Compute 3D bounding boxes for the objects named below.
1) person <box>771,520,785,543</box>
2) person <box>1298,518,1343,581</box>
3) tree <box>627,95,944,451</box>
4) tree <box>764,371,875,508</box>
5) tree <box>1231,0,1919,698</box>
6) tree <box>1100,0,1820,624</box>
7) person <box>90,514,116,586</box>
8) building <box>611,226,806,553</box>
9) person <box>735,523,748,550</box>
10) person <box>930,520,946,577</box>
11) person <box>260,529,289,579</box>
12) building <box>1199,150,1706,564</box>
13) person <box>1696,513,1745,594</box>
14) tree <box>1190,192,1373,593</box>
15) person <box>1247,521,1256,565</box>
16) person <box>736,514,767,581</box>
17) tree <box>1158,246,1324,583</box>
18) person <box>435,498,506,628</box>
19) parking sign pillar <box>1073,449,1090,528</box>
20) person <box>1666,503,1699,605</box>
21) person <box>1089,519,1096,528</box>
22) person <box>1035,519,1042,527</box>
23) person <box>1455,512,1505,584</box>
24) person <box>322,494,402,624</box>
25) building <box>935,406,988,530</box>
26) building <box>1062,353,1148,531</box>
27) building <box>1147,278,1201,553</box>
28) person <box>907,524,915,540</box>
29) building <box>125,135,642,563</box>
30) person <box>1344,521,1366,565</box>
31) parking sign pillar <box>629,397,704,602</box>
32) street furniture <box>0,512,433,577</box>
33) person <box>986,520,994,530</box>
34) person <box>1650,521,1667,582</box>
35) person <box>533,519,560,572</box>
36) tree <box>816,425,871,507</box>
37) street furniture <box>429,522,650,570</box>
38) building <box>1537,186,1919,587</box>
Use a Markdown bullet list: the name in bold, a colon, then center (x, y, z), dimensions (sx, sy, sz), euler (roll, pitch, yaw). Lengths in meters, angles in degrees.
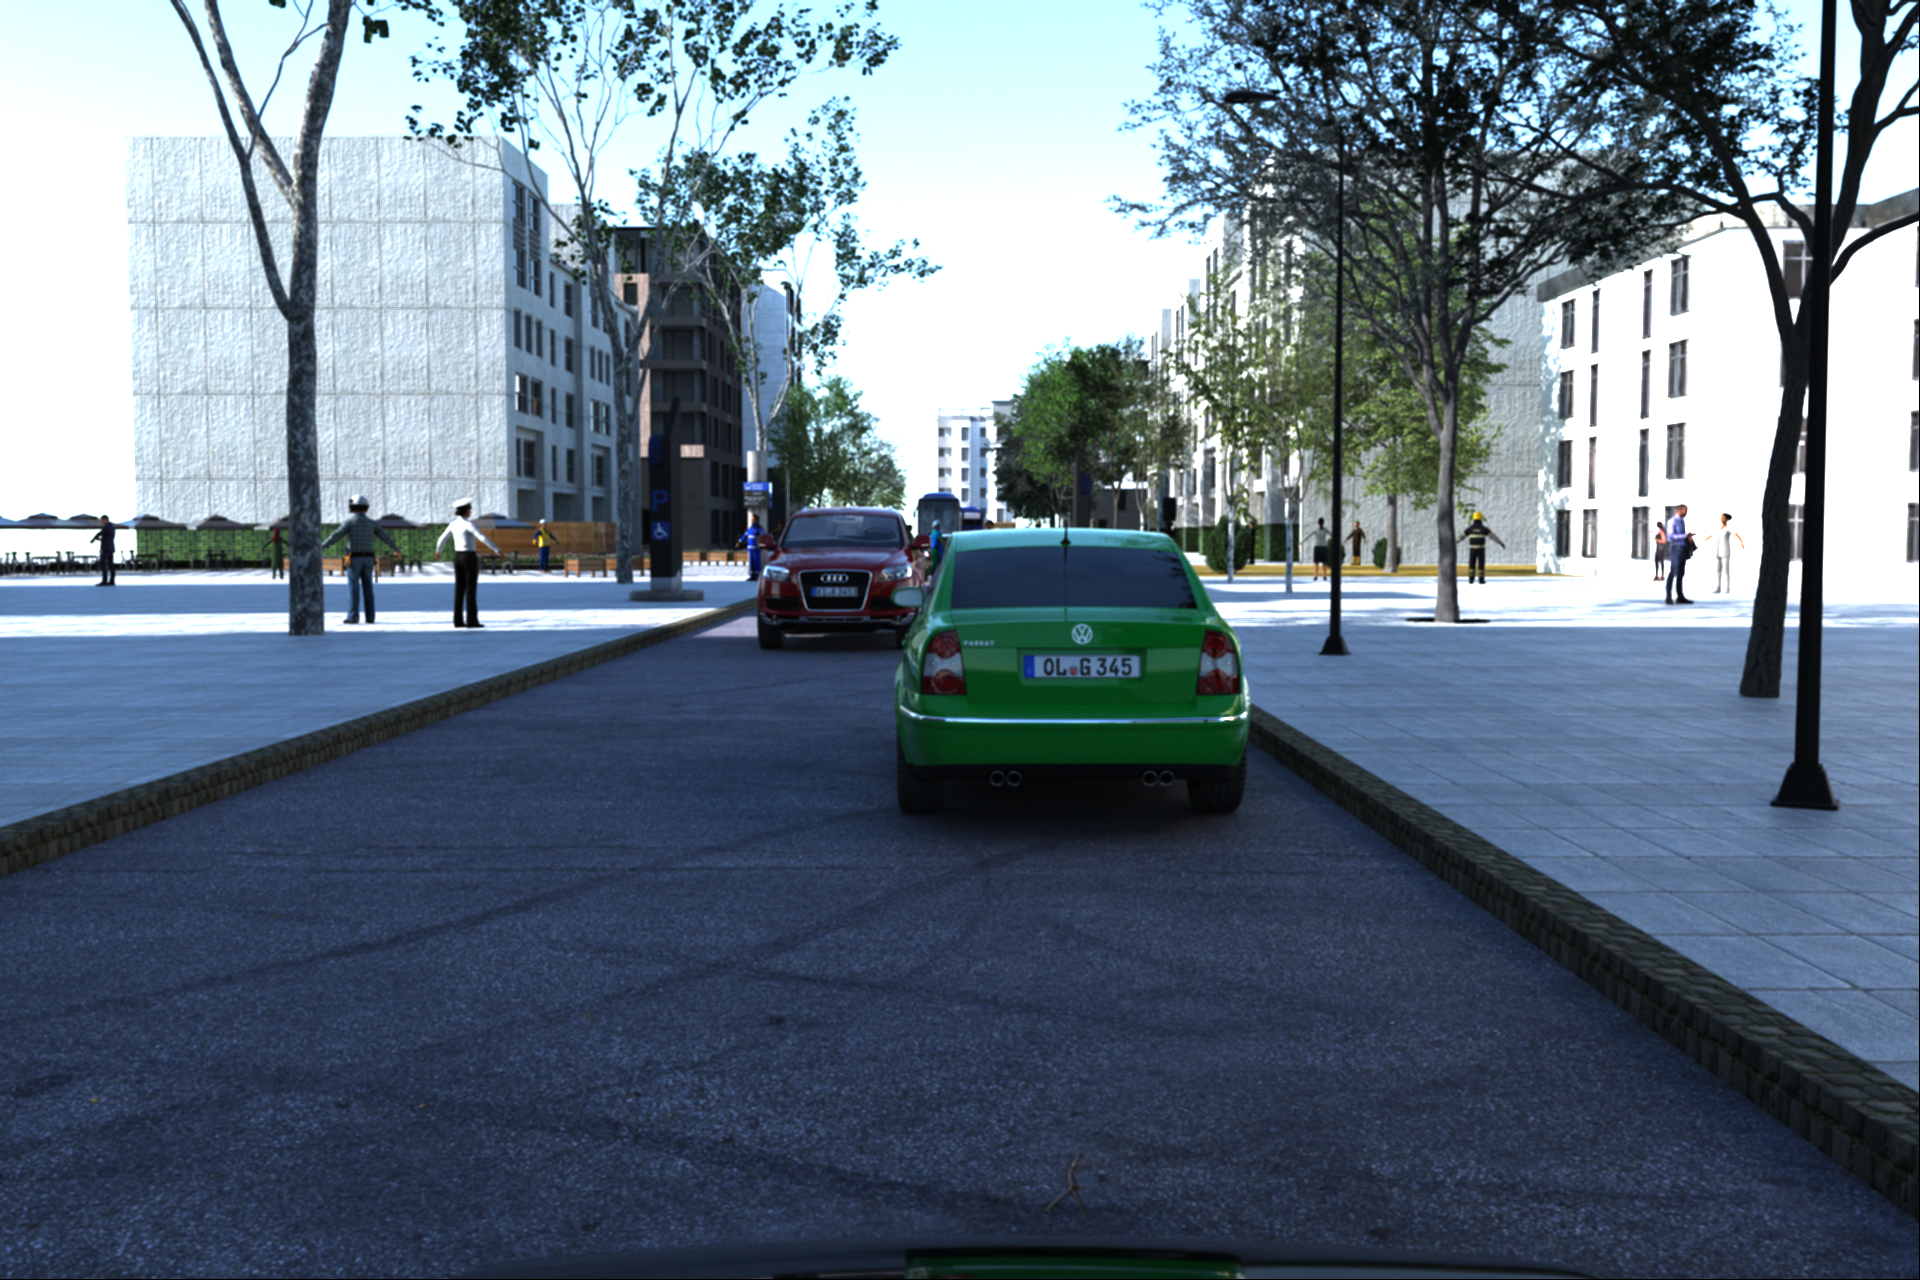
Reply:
- **person**: center (-6.679, -3.578, 64.729), dimensions (1.346, 1.802, 0.704), euler (0, 4, 3)
- **person**: center (9.965, -2.511, 47.883), dimensions (1.217, 1.735, 0.721), euler (0, 4, 6)
- **tree**: center (-7.410, -13.368, 74.451), dimensions (12.611, 20.169, 13.585), euler (0, 3, 0)
- **tree**: center (-8.913, -11.252, 109.719), dimensions (9.928, 11.665, 9.643), euler (0, 3, 0)
- **tree**: center (6.308, -4.807, 13.014), dimensions (8.767, 10.594, 7.601), euler (0, 4, -2)
- **tree**: center (7.013, -7.009, 24.960), dimensions (12.009, 13.543, 11.850), euler (0, 3, 0)
- **person**: center (-21.263, -2.229, 42.941), dimensions (0.568, 1.767, 0.683), euler (-1, 4, -11)
- **building**: center (-27.358, -17.598, 131.706), dimensions (27.936, 21.610, 32.646), euler (0, 4, 1)
- **person**: center (-10.383, -4.797, 84.574), dimensions (1.345, 1.843, 0.704), euler (-2, 4, -31)
- **person**: center (-0.600, -2.419, 48.132), dimensions (0.704, 1.817, 1.347), euler (-2, 4, -24)
- **person**: center (-19.417, -2.452, 49.298), dimensions (0.989, 1.438, 0.599), euler (-1, 4, -10)
- **building**: center (22.813, -13.579, 88.475), dimensions (16.747, 18.905, 31.486), euler (0, 3, 0)
- **person**: center (16.276, -1.853, 37.063), dimensions (0.721, 1.739, 1.217), euler (-2, 4, -29)
- **tree**: center (7.260, -5.336, 37.605), dimensions (4.360, 8.622, 3.978), euler (0, 3, 0)
- **person**: center (12.273, -4.104, 73.033), dimensions (0.705, 1.837, 1.347), euler (1, 4, 20)
- **person**: center (-5.642, -2.538, 47.474), dimensions (1.345, 1.831, 0.704), euler (3, 5, 44)
- **tree**: center (7.348, -5.801, 45.212), dimensions (4.737, 8.622, 4.395), euler (0, 3, 0)
- **person**: center (-6.746, -1.061, 23.804), dimensions (1.216, 1.778, 0.721), euler (2, 4, 26)
- **parking sign pillar**: center (3.866, -4.094, 55.416), dimensions (1.447, 3.967, 1.447), euler (0, 4, -1)
- **person**: center (13.207, -1.568, 31.549), dimensions (0.709, 1.838, 0.599), euler (-3, 5, -41)
- **person**: center (4.590, -3.261, 59.451), dimensions (0.705, 1.813, 1.348), euler (-1, 4, -20)
- **person**: center (3.043, -3.772, 67.447), dimensions (1.354, 1.856, 0.705), euler (0, 4, 7)
- **person**: center (13.278, -2.365, 44.436), dimensions (1.351, 1.858, 0.704), euler (2, 4, 26)
- **person**: center (-8.645, -1.167, 24.916), dimensions (1.345, 1.849, 0.704), euler (-3, 5, -42)
- **building**: center (-3.115, -23.756, 247.291), dimensions (11.380, 20.090, 16.016), euler (0, 4, -8)
- **building**: center (26.283, -22.468, 211.328), dimensions (27.936, 21.610, 32.646), euler (0, 3, 0)
- **building**: center (24.046, -16.019, 128.369), dimensions (16.747, 18.905, 31.486), euler (0, 4, 0)
- **person**: center (-2.046, -3.839, 71.367), dimensions (0.704, 1.843, 1.345), euler (2, 4, 26)
- **building**: center (-28.548, -13.854, 92.973), dimensions (16.747, 18.905, 31.486), euler (0, 4, 0)
- **person**: center (16.388, -4.006, 71.634), dimensions (0.704, 1.812, 1.346), euler (-2, 4, -25)
- **parking sign pillar**: center (-5.687, -2.752, 33.465), dimensions (1.447, 3.967, 1.447), euler (0, 4, 0)
- **street furniture**: center (-31.170, -3.377, 60.239), dimensions (14.083, 1.986, 27.439), euler (1, 4, 19)
- **person**: center (0.785, -2.319, 46.553), dimensions (1.347, 1.806, 0.705), euler (1, 4, 18)
- **person**: center (18.812, -2.399, 46.734), dimensions (0.415, 1.643, 0.593), euler (-2, 4, -28)
- **person**: center (-13.897, -3.161, 58.142), dimensions (0.721, 1.772, 1.216), euler (2, 4, 29)
- **tree**: center (-8.140, -10.212, 117.334), dimensions (4.737, 8.622, 4.395), euler (0, 3, 0)
- **street furniture**: center (-14.592, -3.481, 63.765), dimensions (11.010, 1.723, 9.812), euler (0, 4, 0)
- **building**: center (23.919, -6.249, 44.318), dimensions (9.099, 9.664, 28.070), euler (0, 3, 0)
